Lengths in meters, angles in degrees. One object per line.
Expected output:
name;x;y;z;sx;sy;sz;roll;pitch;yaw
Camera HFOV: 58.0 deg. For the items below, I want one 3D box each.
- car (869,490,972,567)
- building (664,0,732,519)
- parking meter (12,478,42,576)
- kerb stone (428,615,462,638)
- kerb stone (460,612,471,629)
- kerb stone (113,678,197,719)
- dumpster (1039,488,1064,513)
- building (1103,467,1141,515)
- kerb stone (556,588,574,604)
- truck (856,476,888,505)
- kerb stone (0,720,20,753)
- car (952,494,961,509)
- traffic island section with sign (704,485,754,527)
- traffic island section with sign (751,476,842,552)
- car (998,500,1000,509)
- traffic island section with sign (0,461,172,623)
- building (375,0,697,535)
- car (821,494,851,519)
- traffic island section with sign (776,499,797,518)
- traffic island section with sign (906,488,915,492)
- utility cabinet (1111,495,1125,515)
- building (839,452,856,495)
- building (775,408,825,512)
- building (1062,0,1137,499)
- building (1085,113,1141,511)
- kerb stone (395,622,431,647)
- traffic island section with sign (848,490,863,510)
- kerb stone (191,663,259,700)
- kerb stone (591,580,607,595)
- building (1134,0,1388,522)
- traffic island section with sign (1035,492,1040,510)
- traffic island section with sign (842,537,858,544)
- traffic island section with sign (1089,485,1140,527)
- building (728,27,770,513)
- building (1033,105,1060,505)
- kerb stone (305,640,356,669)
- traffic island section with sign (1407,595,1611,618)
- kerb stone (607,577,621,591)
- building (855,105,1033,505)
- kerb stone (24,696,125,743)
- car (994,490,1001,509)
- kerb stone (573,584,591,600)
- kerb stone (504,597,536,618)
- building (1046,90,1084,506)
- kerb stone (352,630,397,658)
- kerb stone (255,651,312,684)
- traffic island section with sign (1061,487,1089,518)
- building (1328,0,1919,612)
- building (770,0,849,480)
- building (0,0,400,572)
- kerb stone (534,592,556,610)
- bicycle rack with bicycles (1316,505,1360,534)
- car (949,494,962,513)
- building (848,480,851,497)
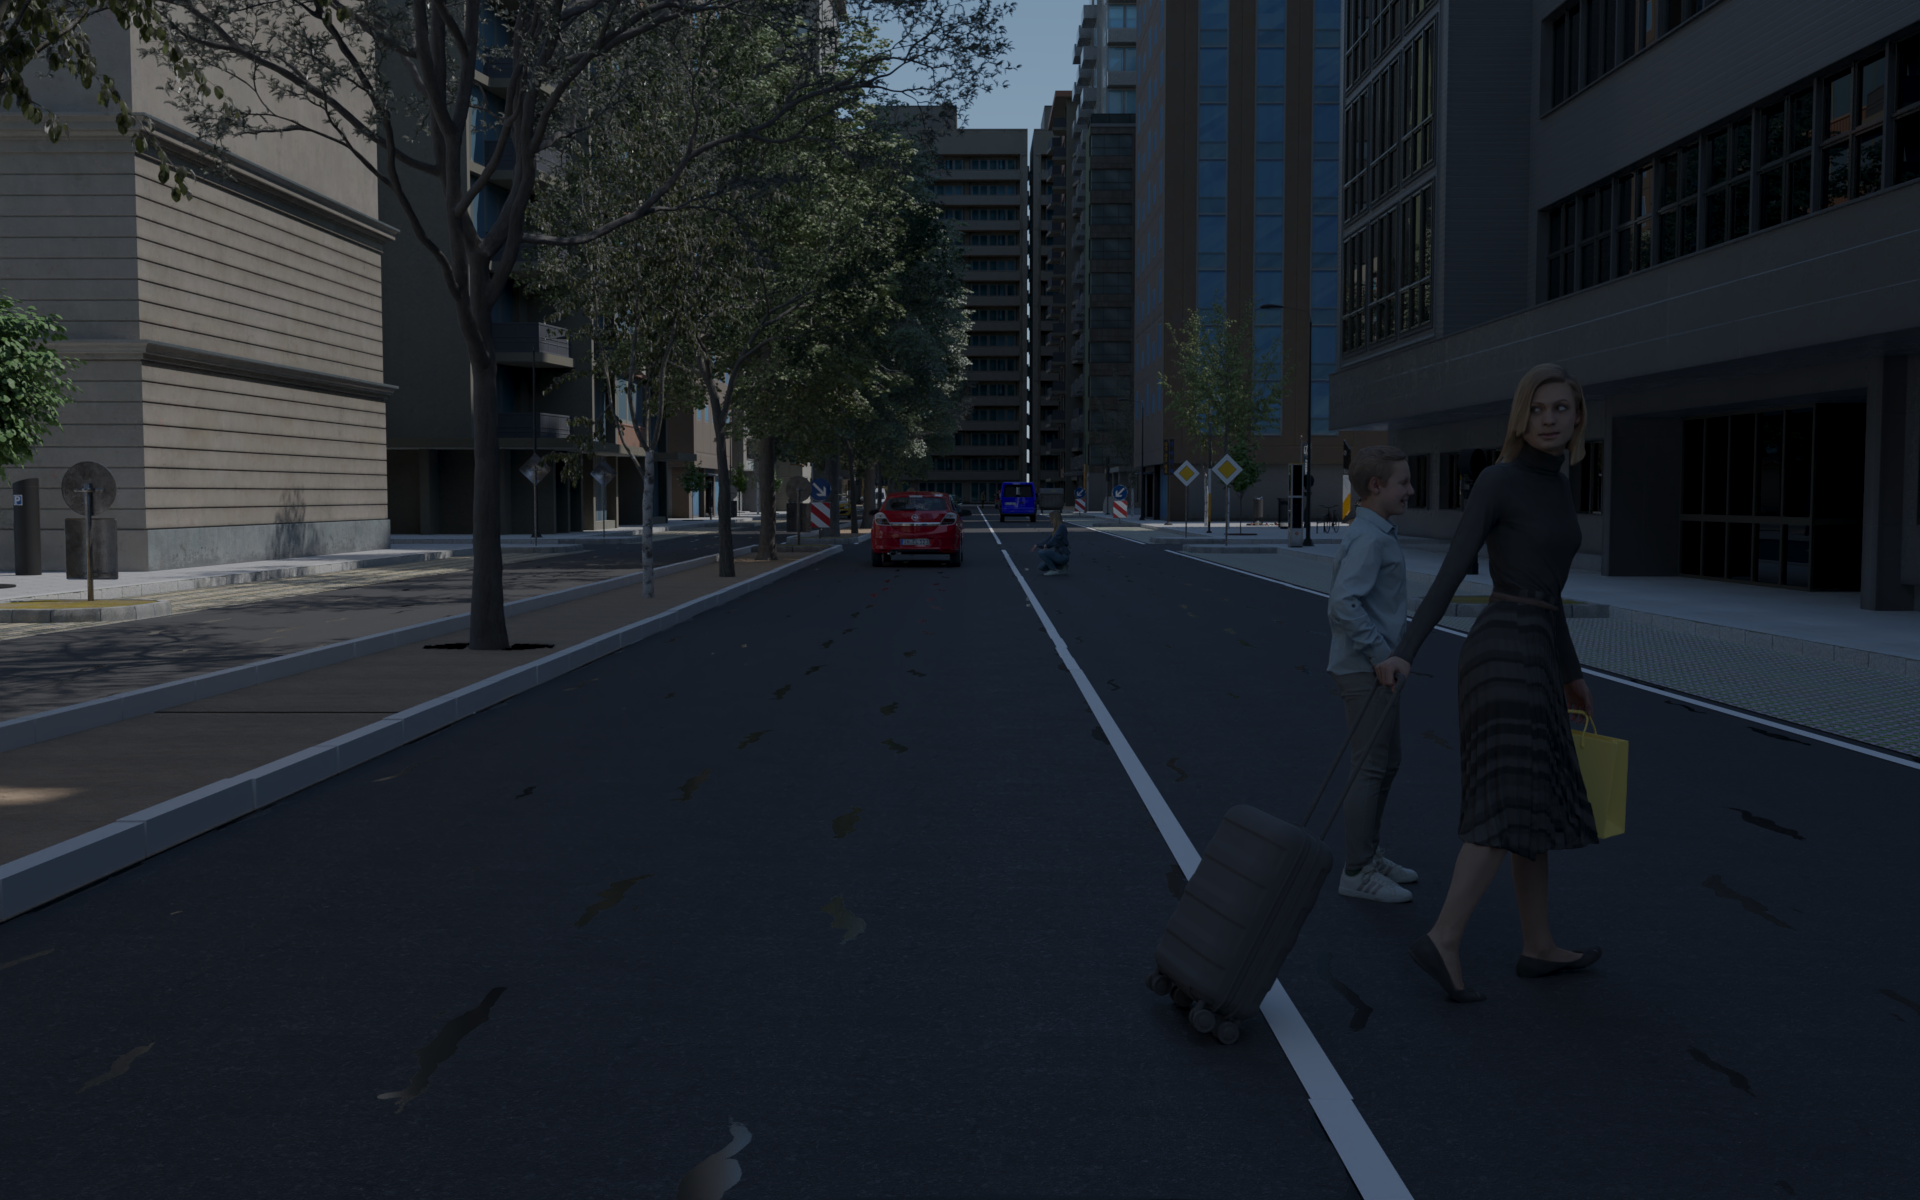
car;-0.837;-1.626;35.633;2.155;1.783;4.494;0;4;1
building;-20.656;-27.261;95.822;14.600;45.320;14.200;0;4;0
parking meter;-14.726;-1.158;27.338;0.372;1.533;0.369;0;3;0
kerb stone;-5.288;0.283;17.573;0.120;0.150;1.000;0;4;0
kerb stone;-5.285;0.224;18.596;0.120;0.150;1.000;0;4;0
kerb stone;-5.330;0.659;11.418;0.120;0.150;1.000;0;4;0
dumpster;6.785;-7.368;128.675;1.865;1.857;1.264;0;4;0
building;26.056;-25.734;112.630;32.217;40.220;23.993;0;4;0
kerb stone;-5.263;-0.026;22.692;0.120;0.150;1.000;0;4;0
truck;-6.725;-9.050;143.889;3.469;3.379;9.791;0;4;0
kerb stone;-5.337;0.784;9.371;0.120;0.150;1.000;0;4;0
car;-0.973;-9.522;167.486;2.131;1.459;4.920;0;4;1
traffic island section with sign;-10.019;-4.092;75.530;1.989;1.847;2.006;0;4;0
traffic island section with sign;-4.084;-2.141;43.140;2.006;1.907;1.989;0;4;0
car;4.533;-9.207;162.332;2.131;1.459;4.920;0;4;-2
traffic island section with sign;-10.344;-0.698;20.048;1.989;1.847;2.006;0;4;0
building;-22.468;-25.183;66.370;22.147;44.769;28.867;0;4;0
car;-7.213;-5.619;102.094;2.015;1.641;3.980;0;4;-1
traffic island section with sign;-9.853;-5.756;102.738;1.989;1.847;2.006;0;4;0
traffic island section with sign;-3.598;-7.190;125.685;2.006;1.907;1.989;0;4;0
utility cabinet;9.450;-5.800;103.509;0.318;1.500;1.173;-1;4;-23
building;-18.909;-31.288;195.150;14.086;41.232;14.154;0;4;0
building;-25.246;-18.079;140.635;27.650;21.520;28.899;0;4;0
building;21.673;-32.858;156.834;23.786;49.044;30.456;0;4;0
building;16.622;-22.204;134.741;14.160;30.474;14.107;0;4;0
kerb stone;-5.293;0.345;16.551;0.120;0.150;1.000;0;4;0
traffic island section with sign;-9.569;-8.856;153.429;1.989;1.847;2.006;0;4;0
kerb stone;-5.324;0.598;12.445;0.120;0.150;1.000;0;4;0
kerb stone;-5.247;-0.152;24.739;0.120;0.150;1.000;0;4;0
building;16.269;-26.628;85.485;14.600;45.320;14.200;0;4;0
traffic island section with sign;7.430;-10.486;180.081;1.989;1.847;2.006;0;4;0
traffic island section with sign;-4.031;-2.594;50.547;2.006;1.907;1.989;0;4;0
traffic island section with sign;6.813;-4.100;75.663;1.989;1.847;2.006;0;4;0
building;-20.510;-26.572;118.048;14.154;41.232;14.086;0;4;0
building;19.425;-36.434;219.399;21.600;48.544;21.300;0;4;0
kerb stone;-5.313;0.472;14.498;0.120;0.150;1.000;0;4;0
traffic island section with sign;6.488;-0.746;20.832;1.989;1.847;2.006;0;4;0
kerb stone;-5.242;-0.213;25.769;0.120;0.150;1.000;0;4;0
building;-2.310;-36.438;219.460;21.600;48.544;21.300;0;4;0
kerb stone;-5.334;0.722;10.393;0.120;0.150;1.000;0;4;0
car;4.477;-9.965;171.597;2.281;1.827;5.304;0;4;1
kerb stone;-5.255;-0.093;23.713;0.120;0.150;1.000;0;4;0
kerb stone;-5.273;0.095;20.644;0.120;0.150;1.000;0;4;0
building;20.622;-32.535;186.577;22.147;44.769;28.867;0;4;0
kerb stone;-5.302;0.408;15.530;0.120;0.150;1.000;0;4;0
kerb stone;-5.316;0.535;13.477;0.120;0.150;1.000;0;4;0
traffic island section with sign;6.958;-5.749;102.618;1.989;1.847;2.006;0;4;0
building;15.831;-12.704;26.775;14.314;24.678;30.058;0;4;0
building;-25.784;-35.388;167.829;28.713;52.752;27.495;0;4;0
building;-30.284;-13.189;34.728;34.723;24.649;14.460;0;4;0
kerb stone;-5.268;0.032;21.666;0.120;0.150;1.000;0;4;0
bicycle rack with bicycles;12.871;-2.652;56.745;2.852;0.926;2.925;1;4;20
car;-0.954;-4.363;83.132;2.131;1.459;4.920;0;4;0
building;-25.272;-32.579;224.546;23.993;40.220;32.217;0;4;0
